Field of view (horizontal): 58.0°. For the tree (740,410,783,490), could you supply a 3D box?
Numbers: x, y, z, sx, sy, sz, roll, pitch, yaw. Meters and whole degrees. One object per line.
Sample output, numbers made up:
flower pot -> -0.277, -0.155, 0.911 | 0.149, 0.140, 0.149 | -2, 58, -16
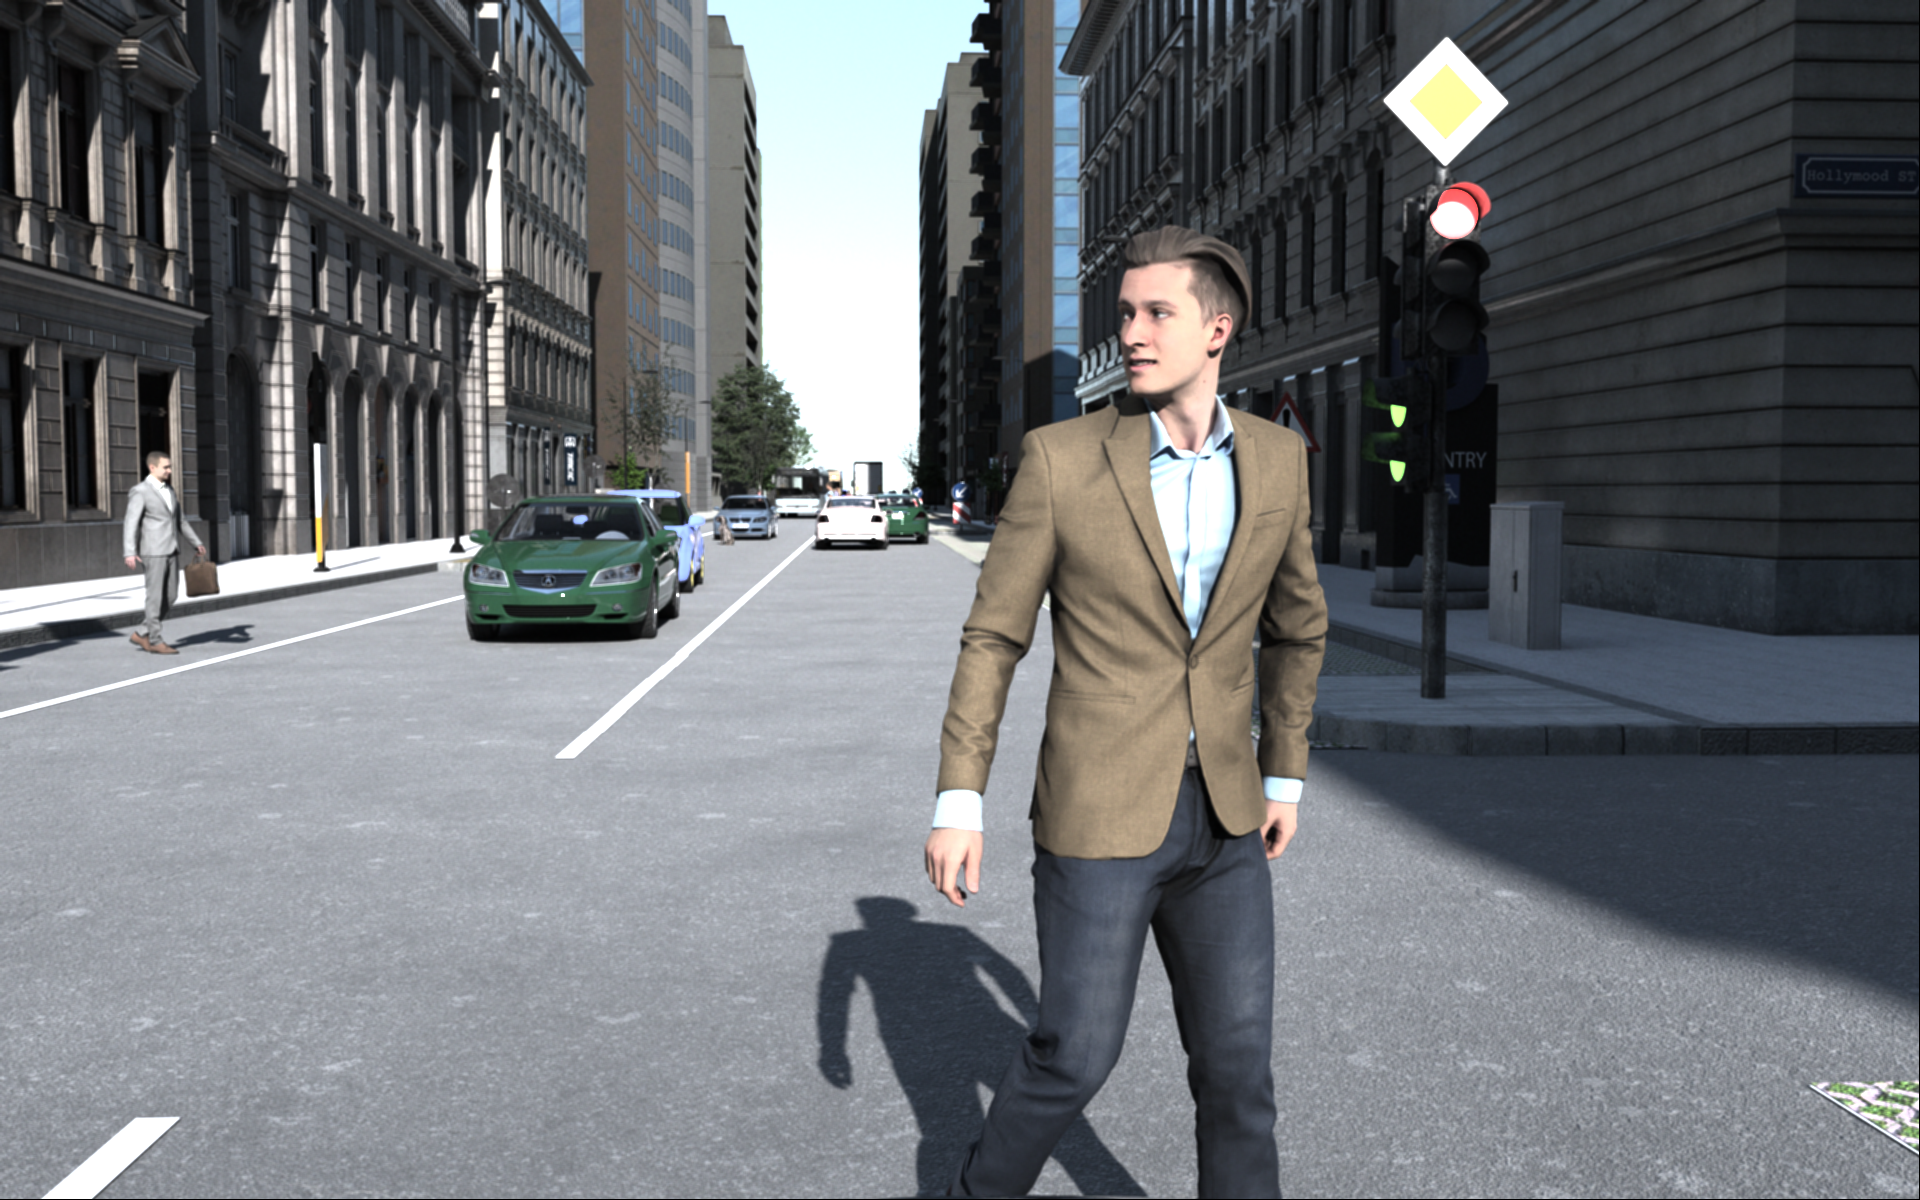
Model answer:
tree -> -17.493, -12.291, 151.318 | 4.360, 8.622, 3.978 | 0, 3, 0

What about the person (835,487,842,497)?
person -> -6.860, -5.461, 97.650 | 0.599, 1.838, 0.709 | 2, 4, 31

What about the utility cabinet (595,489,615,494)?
utility cabinet -> -14.731, -3.868, 71.919 | 0.318, 1.500, 1.173 | 1, 4, 18

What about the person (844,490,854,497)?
person -> -8.190, -7.238, 127.557 | 1.217, 1.743, 0.721 | -1, 4, -10

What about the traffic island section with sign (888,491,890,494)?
traffic island section with sign -> -7.488, -11.285, 193.130 | 1.989, 1.847, 2.006 | 0, 4, -3

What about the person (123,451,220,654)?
person -> -7.163, -0.424, 15.550 | 0.853, 1.813, 0.709 | 1, 4, 10

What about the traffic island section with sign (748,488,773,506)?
traffic island section with sign -> -13.052, -6.175, 109.583 | 1.989, 1.847, 2.006 | 0, 4, -3

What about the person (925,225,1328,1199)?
person -> 0.266, 0.344, 2.781 | 0.836, 1.842, 0.656 | 3, 5, 41

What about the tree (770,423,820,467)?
tree -> -23.241, -19.051, 237.232 | 9.928, 11.665, 9.643 | 0, 3, 0

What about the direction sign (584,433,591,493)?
direction sign -> -13.973, -4.464, 64.979 | 0.379, 3.537, 0.876 | -2, 4, -26

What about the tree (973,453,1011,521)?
tree -> 1.662, -5.320, 81.583 | 1.663, 3.219, 1.824 | 0, 3, 0

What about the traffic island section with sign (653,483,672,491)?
traffic island section with sign -> -10.302, -3.147, 60.081 | 1.989, 1.847, 2.006 | 0, 4, -3

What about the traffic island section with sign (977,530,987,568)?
traffic island section with sign -> 1.427, -1.513, 33.361 | 1.989, 1.847, 2.006 | 0, 4, -3

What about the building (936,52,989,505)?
building -> 8.748, -34.508, 187.901 | 21.300, 48.544, 21.600 | 0, 4, -3

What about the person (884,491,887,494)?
person -> -8.999, -12.461, 212.108 | 0.599, 1.838, 0.709 | 1, 4, 21

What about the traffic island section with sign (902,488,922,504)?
traffic island section with sign -> -2.833, -6.184, 109.729 | 1.989, 1.847, 2.006 | 0, 4, -3

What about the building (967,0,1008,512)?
building -> 12.027, -28.251, 116.536 | 22.147, 44.769, 28.867 | 0, 4, -3

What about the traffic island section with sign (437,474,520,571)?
traffic island section with sign -> -8.790, -1.501, 33.168 | 1.989, 1.847, 2.006 | 0, 4, -3

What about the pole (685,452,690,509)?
pole -> -13.181, -5.503, 83.815 | 0.158, 3.312, 0.155 | 0, 3, 0

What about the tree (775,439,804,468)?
tree -> -20.444, -15.370, 201.657 | 4.737, 8.622, 4.395 | 0, 3, 0

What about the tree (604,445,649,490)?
tree -> -13.048, -4.538, 68.796 | 1.663, 3.219, 1.824 | 0, 3, 0

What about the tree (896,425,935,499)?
tree -> -4.333, -14.056, 180.173 | 4.360, 8.622, 3.978 | 0, 3, 0

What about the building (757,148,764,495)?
building -> -29.971, -31.486, 198.397 | 14.154, 41.232, 14.086 | 0, 4, -3

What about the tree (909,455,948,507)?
tree -> -2.705, -10.022, 147.571 | 4.285, 4.588, 4.351 | 0, 3, 0

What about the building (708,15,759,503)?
building -> -32.311, -34.020, 179.927 | 21.300, 48.544, 21.600 | 0, 4, -3

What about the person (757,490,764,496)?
person -> -10.333, -4.880, 89.762 | 0.593, 1.643, 0.415 | 2, 4, 24

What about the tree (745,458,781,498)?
tree -> -17.694, -10.544, 156.104 | 4.285, 4.588, 4.351 | 0, 3, 0

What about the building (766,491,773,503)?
building -> -39.755, -32.145, 217.453 | 32.217, 40.220, 23.993 | 0, 4, -3

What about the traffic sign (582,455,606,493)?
traffic sign -> -11.770, -3.402, 55.731 | 0.768, 2.556, 0.104 | 0, 4, 3

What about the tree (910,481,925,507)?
tree -> -4.082, -10.914, 173.045 | 1.663, 3.219, 1.824 | 0, 3, 0

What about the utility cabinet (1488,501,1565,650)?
utility cabinet -> 4.786, -0.217, 14.702 | 0.306, 1.237, 1.020 | 0, 4, -1

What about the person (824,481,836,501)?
person -> -3.881, -2.678, 52.386 | 0.778, 1.811, 0.616 | 1, 4, 20

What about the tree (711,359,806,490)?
tree -> -19.311, -15.635, 162.289 | 9.857, 13.997, 8.962 | 0, 3, 0

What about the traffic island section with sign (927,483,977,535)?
traffic island section with sign -> -0.097, -3.184, 60.688 | 1.989, 1.847, 2.006 | 0, 4, -3

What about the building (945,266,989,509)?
building -> 13.235, -18.447, 146.644 | 27.650, 21.520, 28.899 | 0, 4, -3

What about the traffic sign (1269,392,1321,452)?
traffic sign -> 4.159, -1.354, 22.141 | 0.884, 2.594, 0.081 | 0, 4, 3

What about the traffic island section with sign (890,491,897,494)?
traffic island section with sign -> -4.393, -7.896, 137.724 | 1.989, 1.847, 2.006 | 0, 4, -3

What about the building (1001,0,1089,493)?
building -> 9.738, -27.202, 94.865 | 14.600, 45.320, 14.200 | 0, 4, -3

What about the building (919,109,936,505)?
building -> 6.063, -35.819, 209.345 | 21.300, 48.544, 21.600 | 0, 4, -3

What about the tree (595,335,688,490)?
tree -> -14.294, -7.881, 79.222 | 4.360, 8.622, 3.978 | 0, 3, 0

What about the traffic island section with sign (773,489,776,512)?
traffic island section with sign -> -14.600, -7.862, 137.167 | 1.989, 1.847, 2.006 | 0, 4, -3
